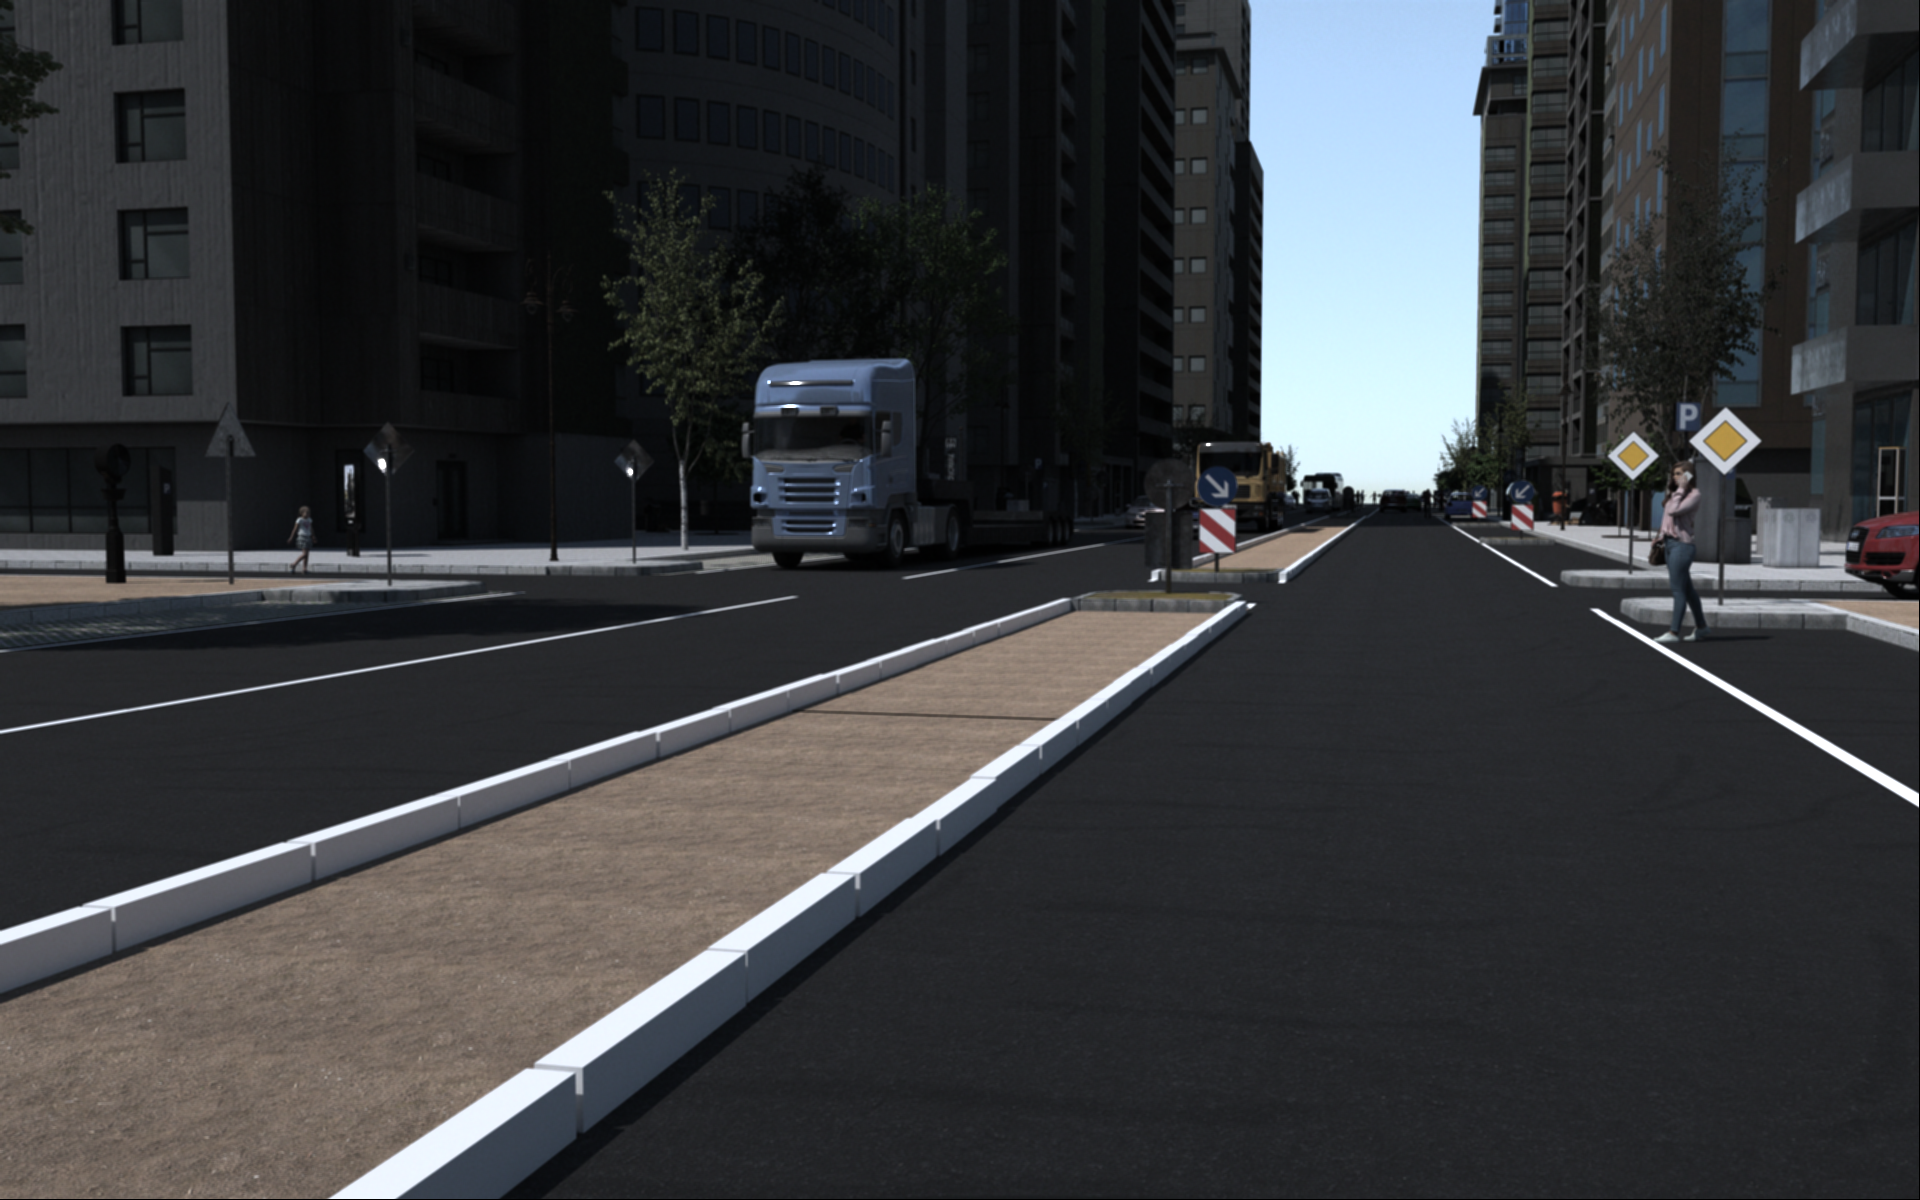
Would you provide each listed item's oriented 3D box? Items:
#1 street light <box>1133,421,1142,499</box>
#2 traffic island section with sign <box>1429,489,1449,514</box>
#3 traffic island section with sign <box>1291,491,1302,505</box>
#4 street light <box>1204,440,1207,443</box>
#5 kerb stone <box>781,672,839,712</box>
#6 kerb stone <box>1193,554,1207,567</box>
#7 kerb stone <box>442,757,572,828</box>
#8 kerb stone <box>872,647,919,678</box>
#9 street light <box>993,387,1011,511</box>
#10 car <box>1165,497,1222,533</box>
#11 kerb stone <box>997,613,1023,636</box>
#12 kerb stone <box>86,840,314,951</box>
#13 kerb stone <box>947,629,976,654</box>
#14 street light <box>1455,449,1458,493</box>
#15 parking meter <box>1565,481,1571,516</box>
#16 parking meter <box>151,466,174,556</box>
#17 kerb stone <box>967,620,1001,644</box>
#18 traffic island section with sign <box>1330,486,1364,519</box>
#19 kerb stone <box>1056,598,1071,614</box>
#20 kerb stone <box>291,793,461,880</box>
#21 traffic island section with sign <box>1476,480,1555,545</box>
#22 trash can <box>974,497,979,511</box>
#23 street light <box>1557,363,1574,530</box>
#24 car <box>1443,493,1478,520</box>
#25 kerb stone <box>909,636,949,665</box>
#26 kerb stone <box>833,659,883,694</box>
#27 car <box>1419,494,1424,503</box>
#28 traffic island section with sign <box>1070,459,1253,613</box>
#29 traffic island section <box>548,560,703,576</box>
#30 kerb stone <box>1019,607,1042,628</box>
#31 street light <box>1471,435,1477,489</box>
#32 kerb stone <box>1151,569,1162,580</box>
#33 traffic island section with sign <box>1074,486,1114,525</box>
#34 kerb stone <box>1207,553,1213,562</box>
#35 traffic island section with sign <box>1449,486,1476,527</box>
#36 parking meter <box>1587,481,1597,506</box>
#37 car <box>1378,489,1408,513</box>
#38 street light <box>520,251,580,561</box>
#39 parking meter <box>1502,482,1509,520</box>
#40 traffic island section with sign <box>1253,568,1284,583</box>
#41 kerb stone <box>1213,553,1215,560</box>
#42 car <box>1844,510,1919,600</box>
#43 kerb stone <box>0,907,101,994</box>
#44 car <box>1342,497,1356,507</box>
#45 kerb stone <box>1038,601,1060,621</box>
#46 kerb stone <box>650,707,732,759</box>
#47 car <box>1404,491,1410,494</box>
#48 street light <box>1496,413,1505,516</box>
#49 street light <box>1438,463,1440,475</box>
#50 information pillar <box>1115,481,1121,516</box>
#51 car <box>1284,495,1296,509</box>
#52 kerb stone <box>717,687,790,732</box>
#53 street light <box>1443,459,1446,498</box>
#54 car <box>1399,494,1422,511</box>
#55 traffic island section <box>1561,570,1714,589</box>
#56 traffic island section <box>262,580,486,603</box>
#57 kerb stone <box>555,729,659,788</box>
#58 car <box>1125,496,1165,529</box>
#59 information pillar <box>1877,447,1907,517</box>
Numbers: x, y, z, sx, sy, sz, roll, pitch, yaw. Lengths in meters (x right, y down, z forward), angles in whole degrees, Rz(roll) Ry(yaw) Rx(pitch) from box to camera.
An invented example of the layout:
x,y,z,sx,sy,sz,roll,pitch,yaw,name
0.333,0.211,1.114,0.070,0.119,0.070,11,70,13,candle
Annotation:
x,y,z,sx,sy,sz,roll,pitch,yaw,name
10.893,-8.193,106.743,0.468,5.910,1.993,1,4,14,street light
34.988,-7.104,124.785,1.989,1.847,2.006,1,4,14,traffic island section with sign
45.317,-13.835,234.822,1.989,1.847,2.006,1,4,14,traffic island section with sign
20.447,-10.496,144.403,0.468,5.910,1.993,1,4,14,street light
-1.058,0.634,11.837,0.120,0.150,1.000,1,4,14,kerb stone
4.864,-0.798,35.244,0.120,0.150,1.000,1,4,14,kerb stone
-2.063,0.878,7.868,0.120,0.150,1.000,1,4,14,kerb stone
-0.543,0.512,13.828,0.120,0.150,1.000,1,4,14,kerb stone
1.719,-5.976,70.490,0.468,5.910,1.993,1,4,14,street light
7.601,-2.633,55.636,1.945,1.354,3.894,1,4,13,car
0.460,0.268,17.806,0.120,0.150,1.000,1,4,14,kerb stone
-2.560,0.998,5.882,0.120,0.150,1.000,1,4,14,kerb stone
-0.055,0.398,15.824,0.120,0.150,1.000,1,4,14,kerb stone
49.603,-12.259,173.219,0.468,5.910,1.993,1,4,14,street light
26.335,-4.253,75.253,0.255,1.863,0.399,2,4,34,parking meter
-16.623,-1.859,36.103,0.255,1.863,0.399,1,4,12,parking meter
0.201,0.329,16.817,0.120,0.150,1.000,1,4,14,kerb stone
22.790,-5.729,101.810,2.006,1.907,1.989,1,4,14,traffic island section with sign
1.204,0.086,20.794,0.120,0.150,1.000,1,4,14,kerb stone
-2.308,0.937,6.875,0.120,0.150,1.000,1,4,14,kerb stone
16.057,-2.529,49.979,1.989,1.847,2.006,1,4,14,traffic island section with sign
0.409,-3.737,72.758,0.748,1.137,0.748,0,3,0,trash can
21.412,-5.417,61.353,0.468,5.910,1.993,1,4,14,street light
28.381,-5.416,98.145,1.945,1.707,3.694,1,4,13,car
-0.304,0.450,14.832,0.120,0.150,1.000,1,4,14,kerb stone
-0.795,0.577,12.836,0.120,0.150,1.000,1,4,14,kerb stone
65.528,-14.369,244.519,1.945,1.707,3.694,1,4,15,car
2.542,-0.834,21.777,2.006,1.907,1.989,1,4,14,traffic island section with sign
-6.024,-0.590,31.929,2.009,0.180,2.903,1,4,14,traffic island section
0.707,0.208,18.798,0.120,0.150,1.000,1,4,14,kerb stone
40.142,-9.953,135.518,0.468,5.910,1.993,1,4,14,street light
3.364,-0.432,29.282,0.120,0.150,1.000,1,4,14,kerb stone
6.043,-4.340,79.591,1.989,1.847,2.006,1,4,14,traffic island section with sign
5.130,-0.859,36.240,0.120,0.150,1.000,1,4,14,kerb stone
22.674,-4.127,76.112,1.989,1.847,2.006,1,4,14,traffic island section with sign
27.482,-4.258,75.334,0.399,1.863,0.255,2,4,28,parking meter
33.993,-7.783,135.924,2.281,1.827,5.304,1,4,13,car
-7.797,-3.688,33.089,0.468,5.910,1.993,1,4,14,street light
26.704,-4.833,84.733,0.255,1.863,0.399,1,4,9,parking meter
4.368,-1.273,28.956,2.006,1.907,1.989,1,4,14,traffic island section with sign
5.372,-0.917,37.233,0.120,0.150,1.000,1,4,14,kerb stone
14.332,-0.832,22.271,5.304,1.827,2.281,1,4,13,car
-2.805,1.058,4.890,0.120,0.150,1.000,1,4,14,kerb stone
42.745,-11.088,191.083,2.009,1.686,4.222,1,4,16,car
0.956,0.149,19.802,0.120,0.150,1.000,1,4,14,kerb stone
-1.555,0.760,9.853,0.120,0.150,1.000,1,4,14,kerb stone
51.836,-11.862,202.608,2.281,1.827,5.304,1,4,16,car
30.893,-7.727,99.127,0.468,5.910,1.993,1,4,14,street light
70.299,-17.226,254.433,0.468,5.910,1.993,1,4,14,street light
9.129,-5.855,100.215,0.304,2.012,0.304,0,4,3,information pillar
30.715,-9.248,163.564,2.083,1.381,4.827,1,4,13,car
-1.306,0.694,10.844,0.120,0.150,1.000,1,4,14,kerb stone
60.783,-14.956,217.317,0.468,5.910,1.993,1,4,14,street light
37.597,-8.311,144.673,1.959,1.807,4.718,1,4,13,car
10.740,-0.331,27.698,2.009,0.180,2.903,1,4,14,traffic island section
-7.982,-0.117,24.187,2.009,0.180,2.903,1,4,14,traffic island section
-1.817,0.816,8.860,0.120,0.150,1.000,1,4,14,kerb stone
8.032,-3.669,72.357,2.083,1.381,4.827,1,4,13,car
14.620,-1.389,27.203,0.304,2.012,0.304,-3,5,-40,information pillar
